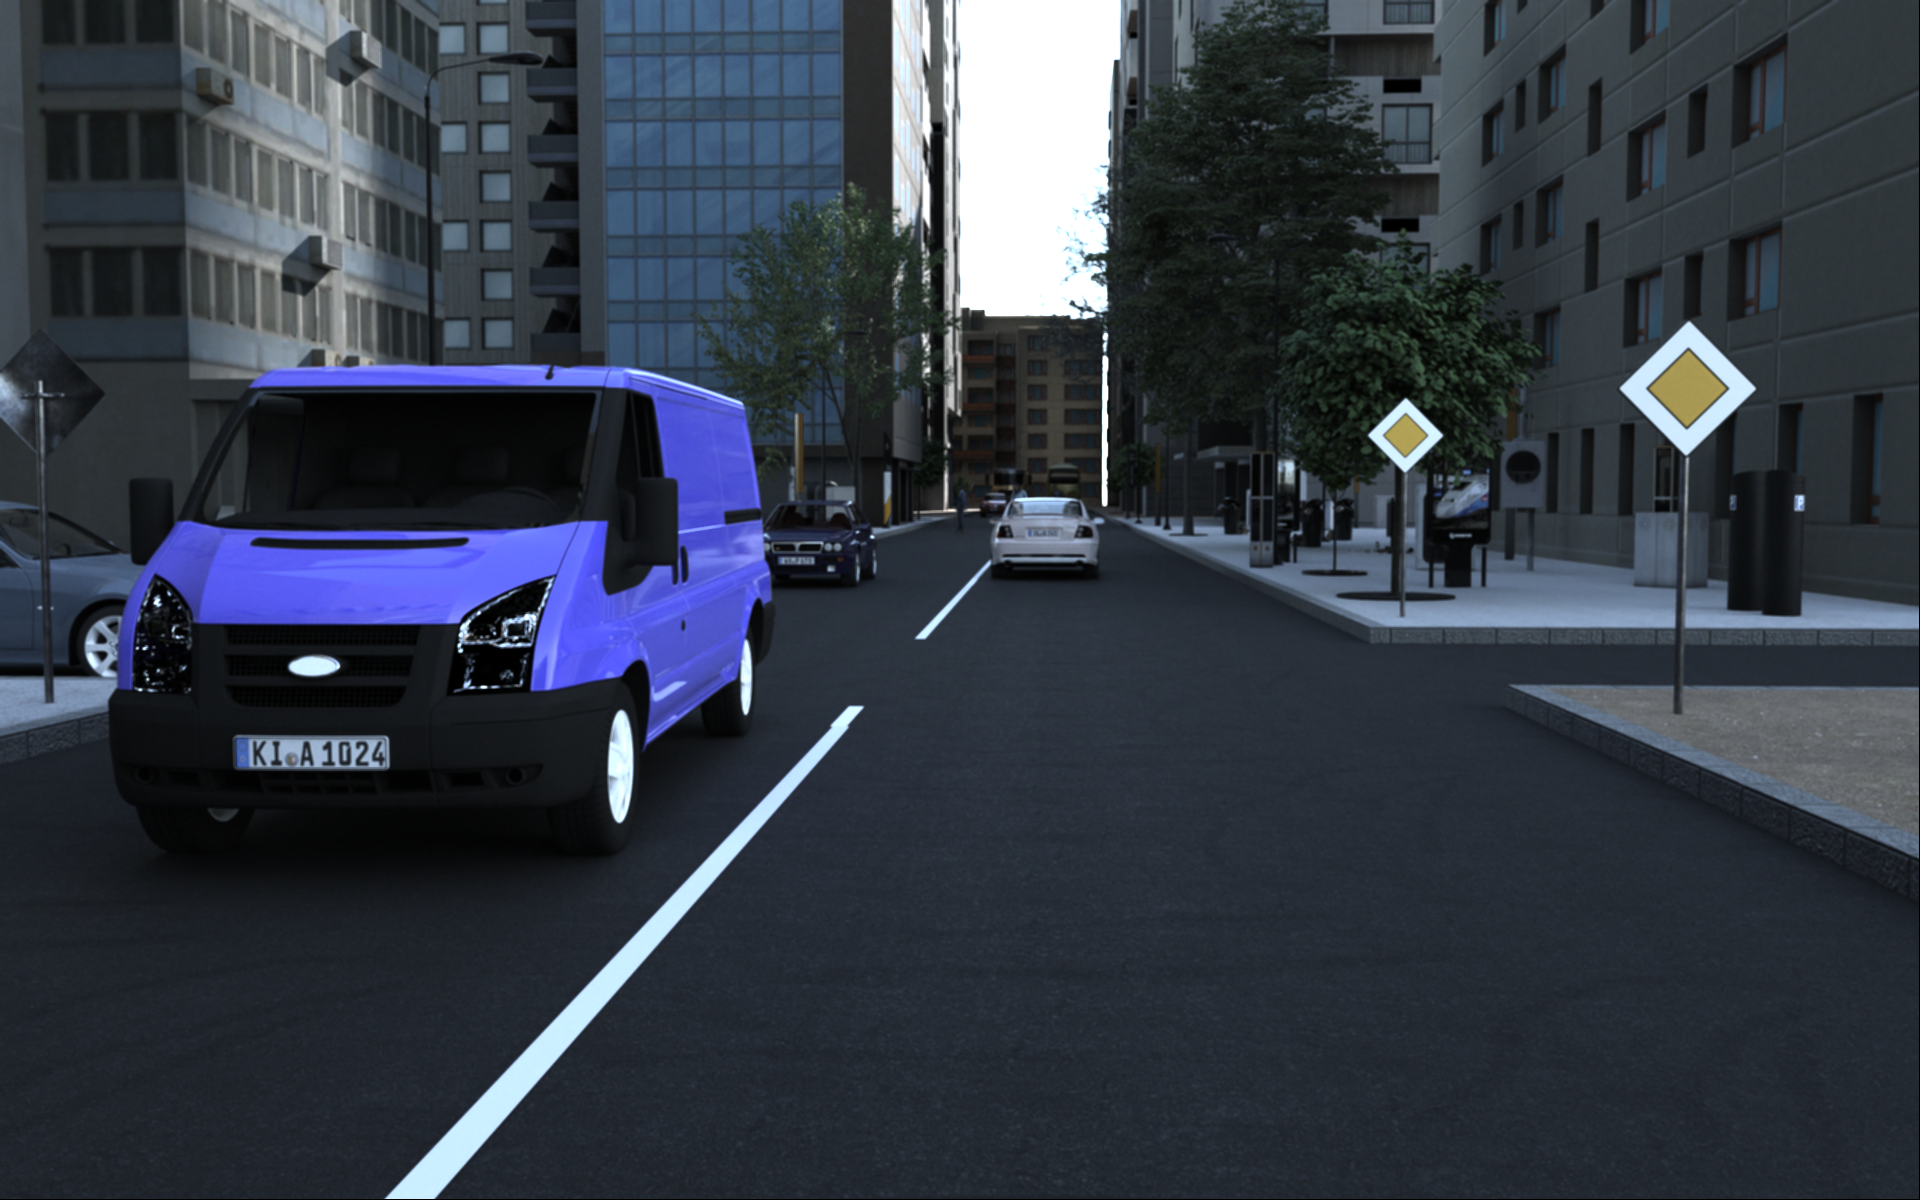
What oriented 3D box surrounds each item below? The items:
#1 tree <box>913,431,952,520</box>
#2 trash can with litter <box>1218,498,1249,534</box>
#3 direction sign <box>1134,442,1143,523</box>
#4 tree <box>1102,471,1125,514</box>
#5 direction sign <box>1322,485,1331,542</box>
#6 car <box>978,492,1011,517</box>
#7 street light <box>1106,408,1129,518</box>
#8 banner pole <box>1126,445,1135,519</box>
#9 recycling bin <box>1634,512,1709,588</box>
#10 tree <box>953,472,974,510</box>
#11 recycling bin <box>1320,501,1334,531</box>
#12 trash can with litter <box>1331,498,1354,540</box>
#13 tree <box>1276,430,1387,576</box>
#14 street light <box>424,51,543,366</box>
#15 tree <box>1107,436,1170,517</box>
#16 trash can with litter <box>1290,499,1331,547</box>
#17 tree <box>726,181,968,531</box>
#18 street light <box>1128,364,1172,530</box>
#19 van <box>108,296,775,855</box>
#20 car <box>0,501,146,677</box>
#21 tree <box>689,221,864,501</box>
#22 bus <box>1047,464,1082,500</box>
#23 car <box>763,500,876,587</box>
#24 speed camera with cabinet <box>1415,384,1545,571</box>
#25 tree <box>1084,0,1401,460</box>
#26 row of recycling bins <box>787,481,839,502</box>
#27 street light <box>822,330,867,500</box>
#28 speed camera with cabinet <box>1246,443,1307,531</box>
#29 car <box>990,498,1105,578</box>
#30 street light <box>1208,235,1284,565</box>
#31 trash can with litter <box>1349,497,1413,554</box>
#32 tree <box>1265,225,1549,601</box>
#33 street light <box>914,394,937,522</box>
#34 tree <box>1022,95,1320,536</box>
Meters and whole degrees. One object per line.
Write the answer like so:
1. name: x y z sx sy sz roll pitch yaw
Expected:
1. tree: -2.793 -6.651 92.461 4.285 4.588 4.351 0 3 0
2. trash can with litter: 8.712 -2.668 55.002 0.624 1.170 1.055 3 5 41
3. direction sign: 7.856 -5.144 76.109 0.379 3.537 0.876 0 4 1
4. tree: 10.204 -7.340 114.617 1.663 3.219 1.824 0 3 0
5. direction sign: 9.794 -3.338 46.574 0.876 3.537 0.379 3 5 44
6. car: 2.244 -6.157 109.713 2.155 1.783 4.494 0 4 4
7. street light: 8.504 -7.369 93.022 1.470 5.913 1.316 0 4 3
8. banner pole: 8.671 -6.013 88.335 0.401 3.779 0.863 3 5 42
9. recycling bin: 9.841 -0.698 23.961 0.722 1.027 0.722 -3 4 -37
10. tree: 0.013 -8.796 138.408 1.663 3.219 1.824 0 3 0
11. recycling bin: 12.866 -2.974 61.175 0.722 1.027 0.722 2 4 31
12. trash can with litter: 10.498 -2.246 48.108 0.624 1.170 1.055 -1 4 -17
13. tree: 6.092 -2.010 27.471 1.663 3.219 1.824 0 3 0
14. street light: -5.074 -2.803 18.371 1.470 5.913 1.316 0 4 3
15. tree: 9.785 -6.868 95.999 4.285 4.588 4.351 0 3 0
16. trash can with litter: 8.347 -1.871 41.970 0.624 1.170 1.055 -2 4 -26
17. tree: -3.726 -8.160 59.175 9.928 11.665 9.643 0 3 0
18. street light: 6.905 -5.476 62.080 1.470 5.913 1.316 0 4 3
19. van: -2.223 -0.262 8.674 2.240 2.365 5.245 0 4 1
20. car: -7.649 -0.095 13.548 4.499 1.417 2.014 0 4 1
21. tree: -4.742 -5.864 46.233 4.737 8.622 4.395 0 3 0
22. bus: 8.389 -9.046 139.440 2.896 3.916 12.252 0 4 4
23. car: -2.359 -0.945 28.033 1.945 1.354 3.894 0 4 3
24. speed camera with cabinet: 8.693 -2.119 28.974 2.038 3.252 0.660 1 4 17
25. tree: 6.598 -7.449 39.914 7.486 12.596 7.792 0 3 0
26. row of recycling bins: -4.838 -3.054 57.041 1.069 1.692 3.534 -2 4 -24
27. street light: -3.344 -4.695 49.306 1.470 5.913 1.316 0 4 3
28. speed camera with cabinet: 10.953 -4.016 59.995 2.038 3.252 0.660 3 4 37
29. car: 1.542 -1.132 30.873 2.083 1.381 4.827 0 4 4
30. street light: 5.135 -3.584 31.147 1.470 5.913 1.316 0 4 3
31. trash can with litter: 9.354 -1.642 37.903 1.678 1.210 2.233 1 4 14
32. tree: 5.399 -2.296 21.261 4.285 4.588 4.351 0 3 0
33. street light: -1.746 -6.613 80.655 1.470 5.913 1.316 0 4 3
34. tree: 7.009 -8.737 53.212 12.009 13.543 11.850 0 3 0
